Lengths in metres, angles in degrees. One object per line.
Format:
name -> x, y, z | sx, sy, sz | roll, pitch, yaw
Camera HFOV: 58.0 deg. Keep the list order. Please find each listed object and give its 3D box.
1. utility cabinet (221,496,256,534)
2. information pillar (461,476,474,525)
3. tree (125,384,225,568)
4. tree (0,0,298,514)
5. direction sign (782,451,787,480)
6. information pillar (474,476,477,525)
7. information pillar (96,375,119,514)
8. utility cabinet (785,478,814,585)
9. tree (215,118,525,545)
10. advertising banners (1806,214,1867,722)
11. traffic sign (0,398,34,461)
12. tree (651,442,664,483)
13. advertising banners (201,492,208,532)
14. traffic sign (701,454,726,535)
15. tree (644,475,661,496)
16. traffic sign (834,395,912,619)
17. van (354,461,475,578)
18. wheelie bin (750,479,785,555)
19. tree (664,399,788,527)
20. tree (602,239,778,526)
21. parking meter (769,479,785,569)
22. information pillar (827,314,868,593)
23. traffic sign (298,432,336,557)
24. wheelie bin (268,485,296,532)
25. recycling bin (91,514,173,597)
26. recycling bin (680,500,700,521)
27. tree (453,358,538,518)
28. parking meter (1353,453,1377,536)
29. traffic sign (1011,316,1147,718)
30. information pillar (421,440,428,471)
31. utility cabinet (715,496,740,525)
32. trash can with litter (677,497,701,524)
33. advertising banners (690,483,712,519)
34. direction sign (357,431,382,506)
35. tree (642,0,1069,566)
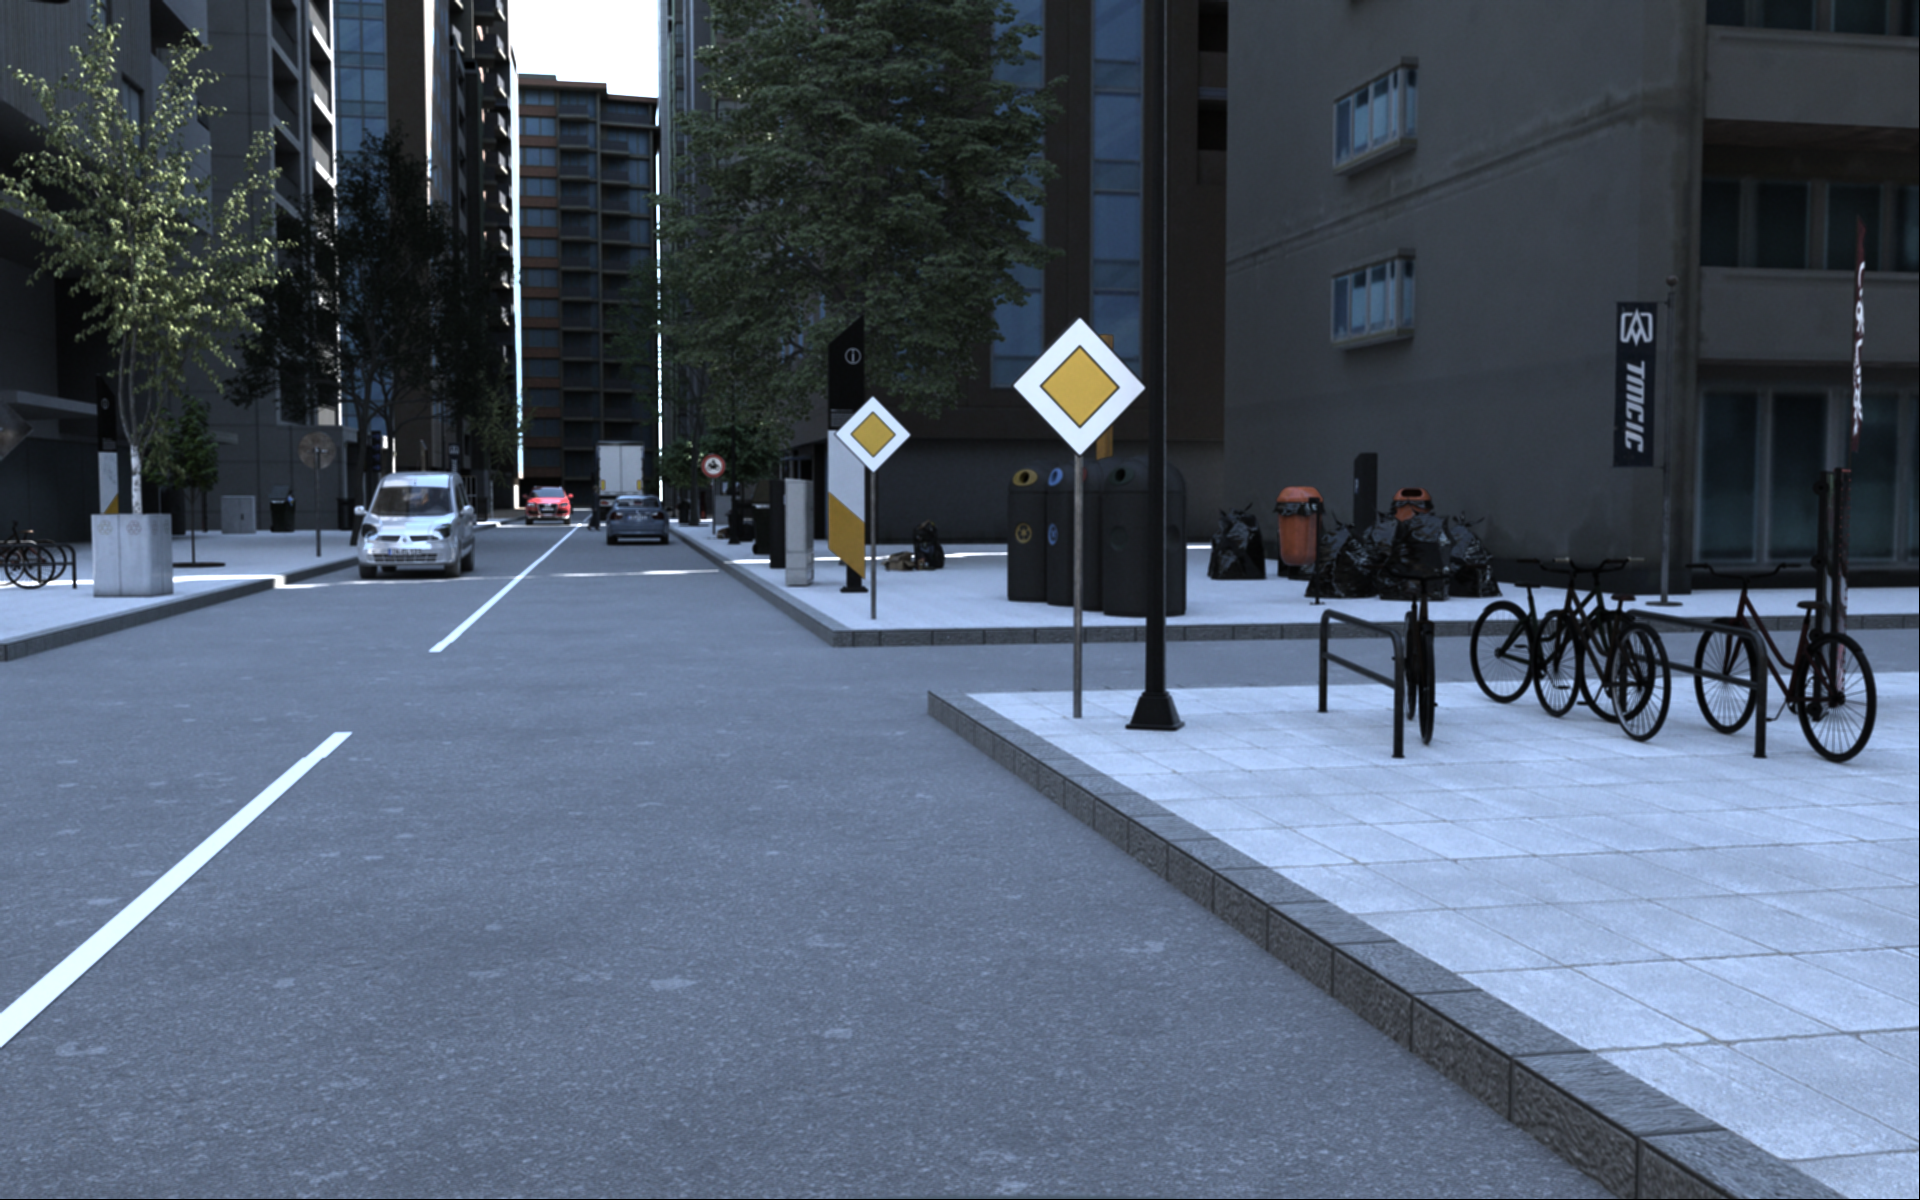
utility cabinet -> -23.245, -2.729, 55.788 | 1.020, 1.237, 0.306 | 0, 4, 3
information pillar -> -20.136, -4.042, 70.572 | 0.304, 2.012, 0.304 | 1, 4, 18
tree -> -13.605, -2.212, 30.770 | 1.663, 3.219, 1.824 | 0, 3, 0
tree -> -12.675, -4.689, 27.029 | 4.737, 8.622, 4.395 | 0, 3, 0
direction sign -> -6.436, -4.375, 63.521 | 0.379, 3.537, 0.876 | 0, 4, 3
information pillar -> -20.121, -4.086, 71.300 | 0.304, 2.012, 0.304 | 2, 4, 30
information pillar -> -16.851, -2.623, 34.241 | 0.183, 3.616, 0.504 | 0, 4, 8
utility cabinet -> -2.253, -0.967, 24.484 | 0.318, 1.500, 1.173 | 0, 3, 0
tree -> -14.704, -6.629, 42.795 | 7.601, 10.594, 8.767 | 0, 4, 5
advertising banners -> 5.333, -0.874, 10.471 | 0.090, 3.025, 2.074 | 2, 4, 32
traffic sign -> -9.028, -0.762, 16.104 | 0.795, 2.450, 0.064 | -1, 4, -11
tree -> -13.324, -6.284, 86.460 | 4.285, 4.588, 4.351 | 0, 3, 0
advertising banners -> -25.641, -3.820, 58.639 | 0.090, 3.025, 2.074 | -2, 4, -28
traffic sign -> -7.800, -3.348, 54.846 | 0.768, 2.556, 0.104 | 0, 4, -5
tree -> -28.370, -10.199, 161.350 | 1.663, 3.219, 1.824 | 0, 3, 0
traffic sign -> -0.890, -0.860, 17.698 | 0.795, 2.450, 0.064 | -1, 4, -11
van -> -9.635, -1.456, 30.818 | 2.013, 2.044, 4.112 | -1, 4, -11
wheelie bin -> -4.028, -1.772, 36.886 | 0.980, 1.594, 0.693 | 2, 4, 25
tree -> -7.472, -4.621, 59.269 | 4.285, 4.588, 4.351 | 0, 3, 0
tree -> -10.475, -8.757, 68.927 | 9.928, 11.665, 9.643 | 0, 3, 0
parking meter -> -3.103, -1.317, 29.939 | 0.372, 1.533, 0.369 | 0, 3, 0
information pillar -> -1.464, -1.906, 22.520 | 0.504, 3.616, 0.183 | -1, 4, -12
traffic sign -> -13.131, -2.158, 35.389 | 0.768, 2.556, 0.104 | 0, 4, -4
wheelie bin -> -22.804, -3.081, 58.279 | 0.980, 1.594, 0.693 | 1, 4, 8
recycling bin -> -10.442, -0.570, 21.866 | 0.722, 1.027, 0.722 | 0, 4, -2
recycling bin -> -12.364, -4.084, 79.329 | 0.722, 1.027, 0.722 | 1, 4, 9
tree -> -24.725, -8.672, 92.146 | 4.737, 8.622, 4.395 | 0, 3, 0
parking meter -> 5.800, -1.168, 24.814 | 0.255, 1.863, 0.399 | 0, 4, -1
traffic sign -> 0.671, -0.381, 9.867 | 0.795, 2.450, 0.064 | -1, 4, -11
information pillar -> -23.313, -5.140, 75.397 | 0.183, 3.616, 0.504 | -3, 5, -42
utility cabinet -> -9.664, -3.720, 71.976 | 1.020, 1.237, 0.306 | 1, 4, 12
trash can with litter -> -11.734, -3.894, 75.052 | 1.055, 1.170, 0.624 | 1, 4, 13
advertising banners -> -13.265, -5.698, 89.356 | 2.074, 3.025, 0.090 | 3, 5, 44
direction sign -> -21.160, -4.288, 62.109 | 0.876, 3.537, 0.379 | 0, 4, 7
tree -> -1.551, -6.888, 30.754 | 7.486, 12.596, 7.792 | 0, 3, 0
